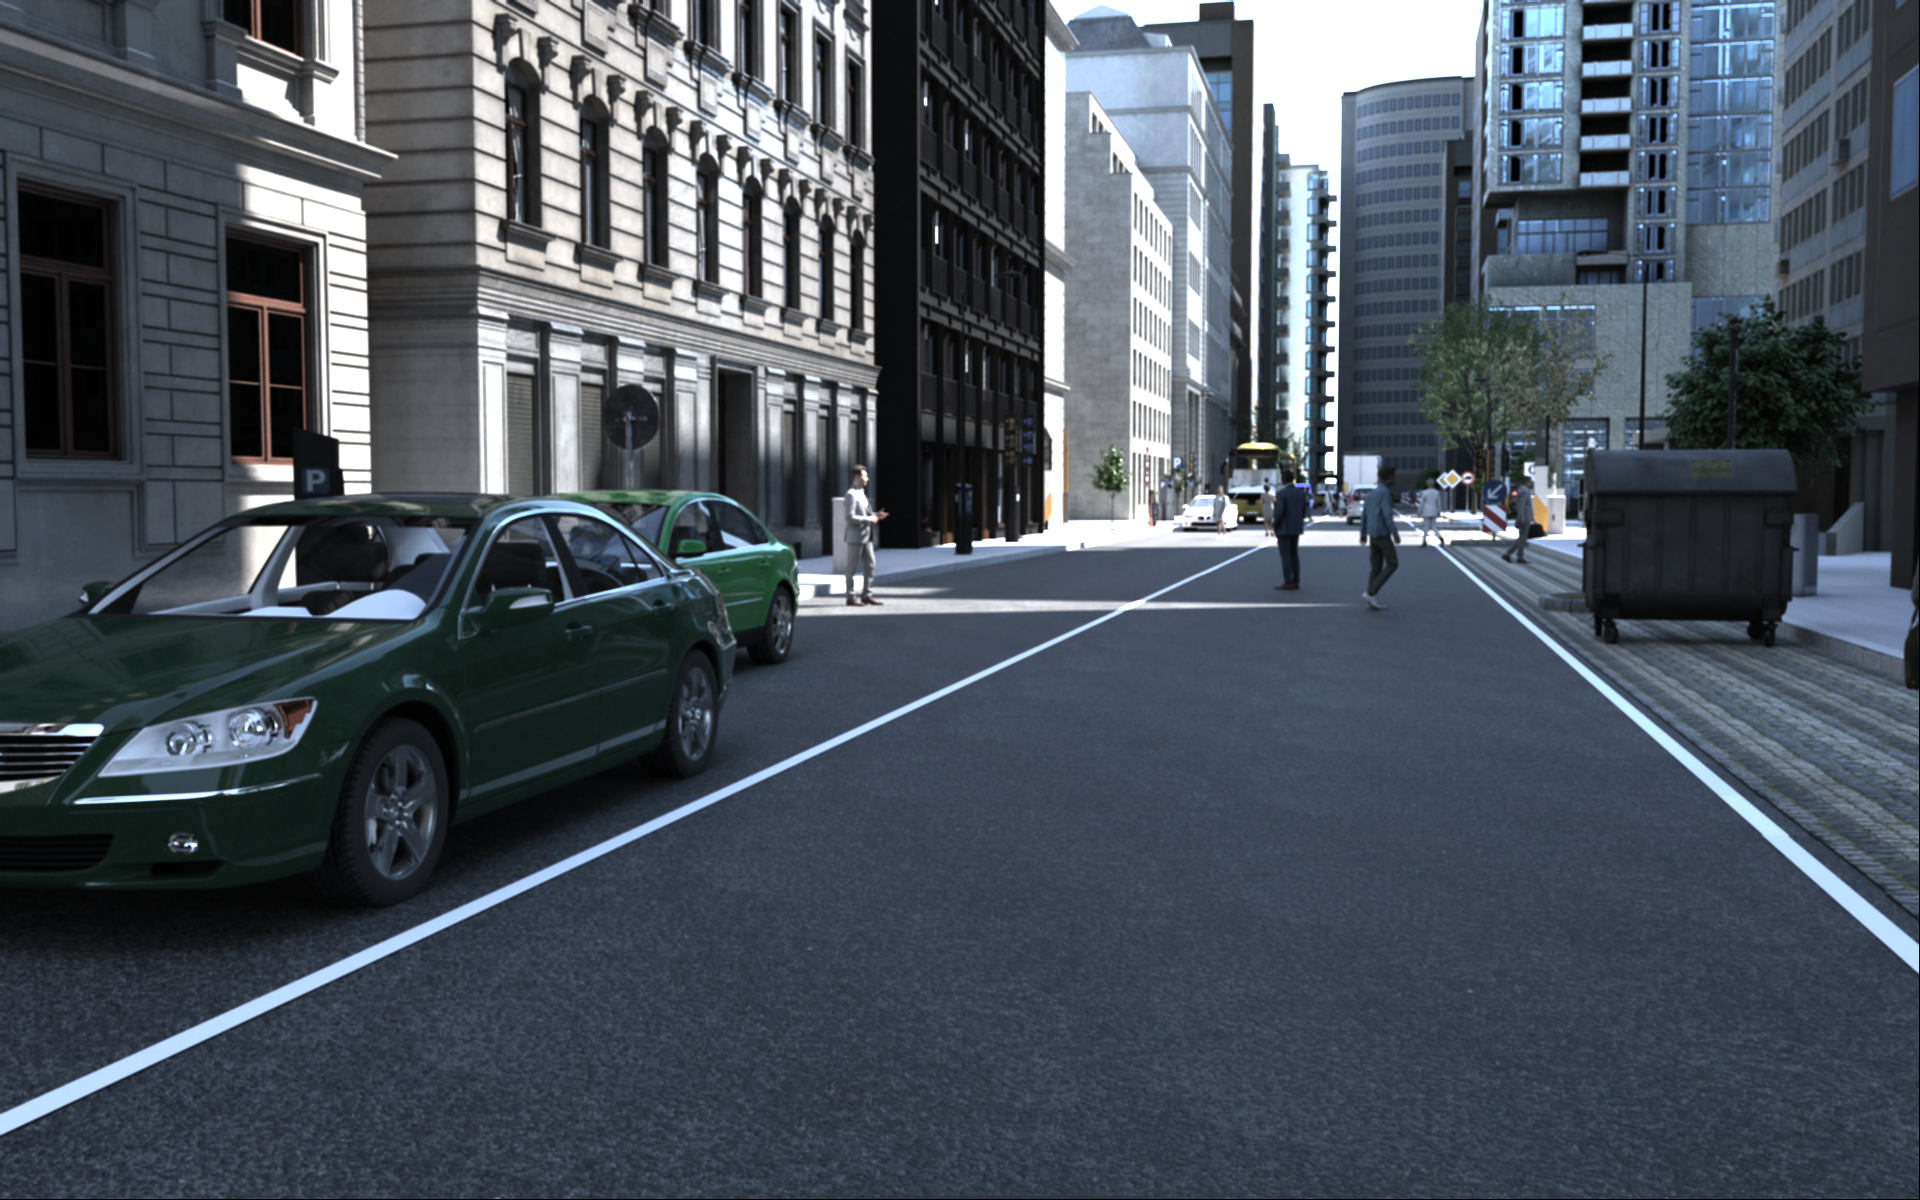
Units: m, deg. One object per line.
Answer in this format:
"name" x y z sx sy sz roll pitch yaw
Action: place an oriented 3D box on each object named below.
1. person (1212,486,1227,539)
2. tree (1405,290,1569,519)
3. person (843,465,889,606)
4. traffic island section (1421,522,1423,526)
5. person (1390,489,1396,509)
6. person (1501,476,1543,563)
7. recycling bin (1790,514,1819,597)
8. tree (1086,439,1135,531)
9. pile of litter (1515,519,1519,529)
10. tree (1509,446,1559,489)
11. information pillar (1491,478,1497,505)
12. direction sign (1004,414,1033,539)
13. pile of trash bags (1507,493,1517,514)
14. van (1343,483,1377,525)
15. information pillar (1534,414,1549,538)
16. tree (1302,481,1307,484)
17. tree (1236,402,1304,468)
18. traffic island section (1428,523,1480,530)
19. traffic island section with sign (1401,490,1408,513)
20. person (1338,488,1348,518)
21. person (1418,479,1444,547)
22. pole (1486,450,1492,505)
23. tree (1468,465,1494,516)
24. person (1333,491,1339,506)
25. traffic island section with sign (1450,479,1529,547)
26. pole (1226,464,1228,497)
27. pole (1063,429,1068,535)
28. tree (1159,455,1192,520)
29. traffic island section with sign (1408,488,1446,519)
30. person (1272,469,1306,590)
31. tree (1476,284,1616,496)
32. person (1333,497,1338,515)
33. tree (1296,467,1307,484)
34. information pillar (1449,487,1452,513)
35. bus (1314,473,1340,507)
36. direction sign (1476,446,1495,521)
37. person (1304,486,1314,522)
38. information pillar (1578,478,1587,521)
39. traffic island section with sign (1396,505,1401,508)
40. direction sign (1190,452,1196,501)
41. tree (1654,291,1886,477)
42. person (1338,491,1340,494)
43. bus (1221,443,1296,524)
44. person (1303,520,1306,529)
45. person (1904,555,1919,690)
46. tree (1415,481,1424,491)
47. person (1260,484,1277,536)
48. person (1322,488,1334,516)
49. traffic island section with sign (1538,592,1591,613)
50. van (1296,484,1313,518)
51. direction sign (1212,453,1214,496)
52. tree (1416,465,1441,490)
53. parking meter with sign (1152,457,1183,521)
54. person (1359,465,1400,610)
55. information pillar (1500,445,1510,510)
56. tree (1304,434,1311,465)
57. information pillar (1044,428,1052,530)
"person" 8.257 -2.780 54.955 0.512 1.701 0.522 2 4 31
"tree" 27.217 -10.020 89.590 9.928 11.665 9.643 0 3 0
"person" -1.219 -0.825 22.194 0.583 1.804 0.606 1 4 10
"traffic island section" 21.752 -3.392 77.740 2.009 0.180 2.903 1 4 13
"person" 31.875 -7.324 128.234 0.794 1.824 0.713 -2 4 -24
"person" 11.619 -1.654 35.669 0.853 1.813 0.709 0 4 8
"recycling bin" 10.434 -0.578 22.012 0.722 1.027 0.722 3 5 40
"tree" 5.452 -4.043 60.710 1.663 3.219 1.824 0 3 0
"pile of litter" 20.885 -3.014 63.251 1.719 0.858 1.176 -3 5 -43
"tree" 38.644 -8.144 116.867 4.285 4.588 4.351 0 3 0
"information pillar" 24.618 -4.623 80.081 0.304 2.012 0.304 -1 4 -10
"direction sign" 1.666 -3.497 49.178 0.876 3.537 0.379 -1 4 -20
"pile of trash bags" 33.965 -5.839 105.227 1.912 1.369 3.447 0 4 4
"van" 19.029 -4.545 81.325 2.013 2.044 4.112 1 4 11
"information pillar" 17.201 -3.661 51.218 0.183 3.616 0.504 -2 4 -24
"tree" 43.724 -13.883 221.581 1.663 3.219 1.824 0 3 0
"tree" 23.801 -11.327 135.552 4.737 8.622 4.395 0 3 0
"traffic island section" 19.887 -2.917 69.975 2.009 0.180 2.903 1 4 13
"traffic island section with sign" 33.932 -7.324 128.376 1.989 1.847 2.006 1 4 13
"person" 22.844 -5.793 103.312 0.616 1.811 0.778 1 4 17
"person" 12.604 -2.318 46.285 0.514 1.842 0.818 -2 4 -29
"pole" 24.367 -5.254 79.743 0.158 3.312 0.155 0 3 0
"tree" 30.468 -6.524 101.262 1.663 3.219 1.824 0 3 0
"person" 37.620 -10.011 172.900 1.217 1.735 0.721 -2 4 -28
"traffic island section with sign" 14.537 -2.385 47.625 1.989 1.847 2.006 1 4 13
"pole" 18.396 -7.673 119.302 0.158 3.312 0.155 0 3 0
"pole" 3.321 -3.710 54.504 0.158 3.312 0.155 0 3 0
"tree" 10.721 -5.609 86.308 1.663 3.219 1.824 0 3 0
"traffic island section with sign" 27.513 -5.690 101.658 1.989 1.847 2.006 1 4 13
"person" 4.946 -1.058 25.973 0.721 1.800 0.419 -3 5 -43
"tree" 20.601 -6.744 60.632 4.360 8.622 3.978 0 3 0
"person" 25.818 -6.484 119.190 0.332 1.250 0.352 -1 4 -14
"tree" 34.666 -12.093 181.434 4.285 4.588 4.351 0 3 0
"information pillar" 34.075 -7.056 119.856 0.304 2.012 0.304 0 4 2
"bus" 42.855 -12.873 202.020 2.896 3.916 12.252 1 4 13
"direction sign" 24.765 -5.487 81.711 0.876 3.537 0.379 2 4 32
"person" 17.585 -4.854 87.842 0.713 1.824 0.794 -1 4 -21
"information pillar" 29.186 -4.692 81.202 0.304 2.012 0.304 2 4 27
"traffic island section with sign" 45.537 -10.279 176.688 1.989 1.847 2.006 1 4 13
"direction sign" 12.591 -6.216 93.633 0.379 3.537 0.876 2 4 29
"tree" 13.085 -2.718 28.154 4.285 4.588 4.351 0 3 0
"person" 38.260 -10.101 174.469 0.721 1.723 1.217 0 4 -6
"bus" 15.187 -5.837 86.990 2.896 3.916 12.252 1 4 15
"person" 13.787 -3.676 70.405 0.589 1.601 0.330 0 4 -5
"person" 4.884 0.027 8.185 0.709 1.813 0.853 1 4 20
"tree" 56.266 -13.318 212.351 1.663 3.219 1.824 0 3 0
"person" 10.568 -3.066 58.988 0.716 1.782 0.532 0 4 3
"person" 24.161 -6.441 113.695 0.514 1.842 0.818 -3 5 -43
"traffic island section with sign" 8.241 -0.780 21.385 1.989 1.847 2.006 1 4 13
"van" 20.080 -6.109 104.272 2.240 2.365 5.245 1 4 15
"direction sign" 13.843 -6.287 94.796 0.379 3.537 0.876 0 4 6
"tree" 53.406 -13.005 196.347 4.285 4.588 4.351 0 3 0
"parking meter with sign" 9.756 -5.226 81.710 1.738 3.016 0.543 -3 5 -45
"person" 5.166 -0.767 21.391 0.444 1.785 0.601 0 4 -7
"information pillar" 26.079 -5.600 82.907 0.504 3.616 0.183 -2 4 -28
"tree" 37.235 -14.889 193.799 4.737 8.622 4.395 0 3 0
"information pillar" 3.090 -4.268 61.139 0.183 3.616 0.504 -2 4 -24
